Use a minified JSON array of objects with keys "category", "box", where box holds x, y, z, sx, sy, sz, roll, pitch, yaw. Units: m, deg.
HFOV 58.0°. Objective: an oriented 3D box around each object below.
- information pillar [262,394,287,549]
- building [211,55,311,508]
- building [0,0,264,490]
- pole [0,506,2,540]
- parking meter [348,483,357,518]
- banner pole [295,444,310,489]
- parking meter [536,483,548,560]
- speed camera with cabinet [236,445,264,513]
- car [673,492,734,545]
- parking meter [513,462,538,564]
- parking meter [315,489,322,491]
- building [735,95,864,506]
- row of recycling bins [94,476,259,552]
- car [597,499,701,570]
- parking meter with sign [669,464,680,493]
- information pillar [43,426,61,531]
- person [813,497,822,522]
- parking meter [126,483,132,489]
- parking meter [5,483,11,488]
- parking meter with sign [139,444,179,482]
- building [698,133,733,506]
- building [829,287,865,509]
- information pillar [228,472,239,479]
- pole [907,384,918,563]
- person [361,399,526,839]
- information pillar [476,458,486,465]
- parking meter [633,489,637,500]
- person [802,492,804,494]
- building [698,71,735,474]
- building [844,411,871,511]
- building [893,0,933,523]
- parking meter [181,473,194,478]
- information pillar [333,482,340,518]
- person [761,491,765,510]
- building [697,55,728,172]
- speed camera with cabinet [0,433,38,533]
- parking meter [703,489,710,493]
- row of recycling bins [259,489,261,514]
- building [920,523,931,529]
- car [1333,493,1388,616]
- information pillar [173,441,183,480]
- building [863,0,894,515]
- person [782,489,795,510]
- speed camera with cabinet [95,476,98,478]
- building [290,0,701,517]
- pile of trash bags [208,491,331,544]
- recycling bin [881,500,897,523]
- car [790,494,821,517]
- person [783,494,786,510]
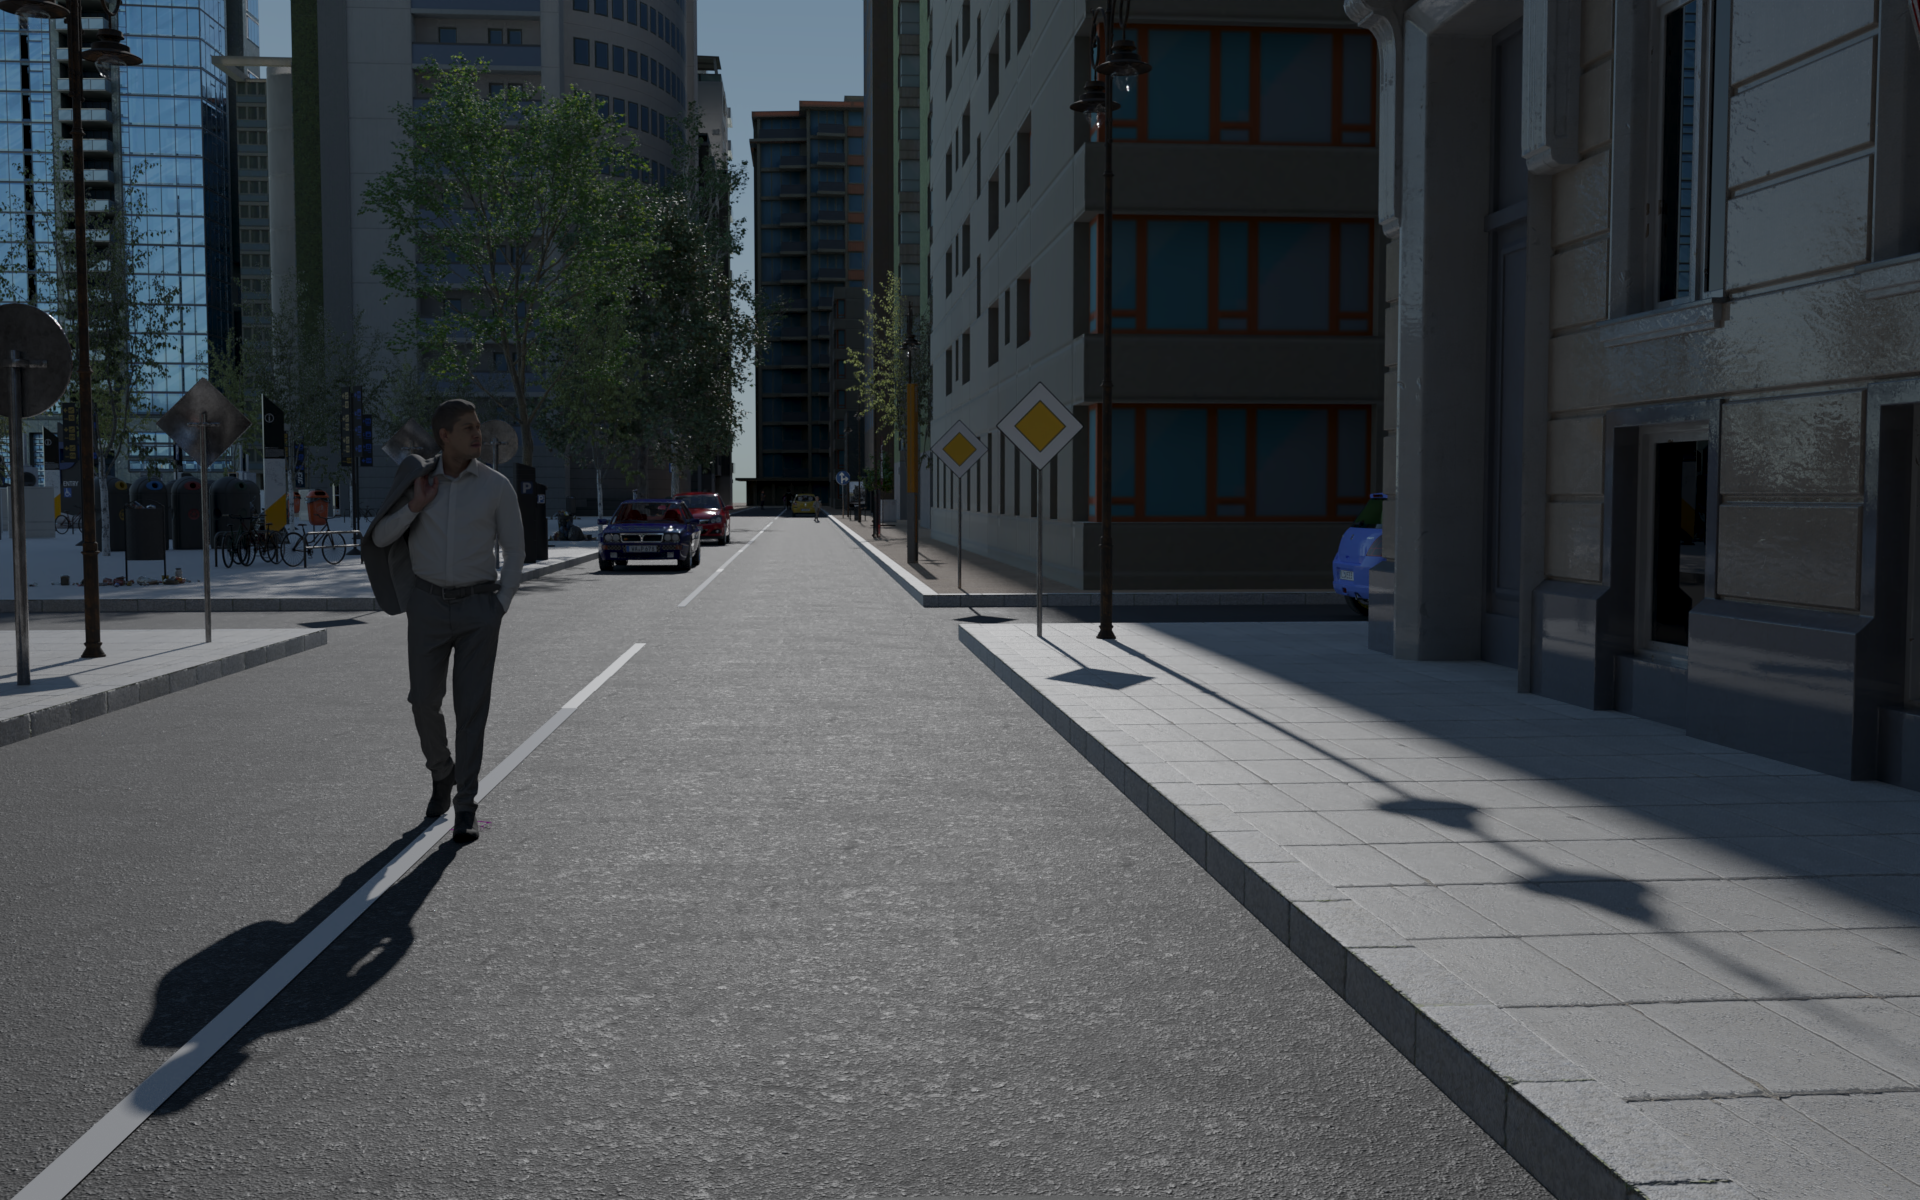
[{"category":"information pillar","box":[-16.116,-3.017,40.678,0.504,3.616,0.183,-3,4,-36]},{"category":"building","box":[-48.667,-28.242,153.632,23.993,40.220,32.217,0,4,-5]},{"category":"building","box":[-76.521,-51.513,154.911,31.000,86.520,22.319,0,4,-5]},{"category":"pole","box":[-26.848,-3.327,48.237,0.158,3.312,0.155,0,3,0]},{"category":"parking meter","box":[-32.743,-5.364,93.412,0.399,1.863,0.255,1,4,17]},{"category":"banner pole","box":[-31.663,-5.721,83.550,0.863,3.779,0.401,-3,4,-37]},{"category":"parking meter","box":[-8.202,-1.544,33.658,0.372,1.533,0.369,0,3,0]},{"category":"speed camera with cabinet","box":[-28.445,-4.642,70.240,2.038,3.252,0.660,1,4,21]},{"category":"car","box":[-7.622,-2.516,50.182,2.155,1.783,4.494,0,4,-5]},{"category":"parking meter","box":[-8.043,-1.612,32.063,0.399,1.863,0.255,-2,4,-33]},{"category":"parking meter","box":[-31.416,-4.675,84.849,0.372,1.533,0.369,0,3,0]},{"category":"building","box":[-10.327,-32.959,193.496,28.867,44.769,22.147,0,4,-5]},{"category":"row of recycling bins","box":[-18.156,-1.997,39.761,3.534,1.692,1.069,-3,5,-44]},{"category":"car","box":[-6.021,-1.297,33.778,1.945,1.354,3.894,0,4,-5]},{"category":"parking meter with sign","box":[-15.747,-6.109,96.144,0.543,3.016,1.738,0,4,-2]},{"category":"information pillar","box":[-31.247,-4.172,59.572,0.504,3.616,0.183,-3,4,-39]},{"category":"person","box":[-7.204,-4.571,87.508,0.475,1.303,0.640,-3,5,-40]},{"category":"parking meter","box":[-42.027,-5.022,87.820,0.399,1.863,0.255,-1,4,-20]},{"category":"parking meter","box":[-47.973,-4.989,87.284,0.399,1.863,0.255,0,4,-2]},{"category":"parking meter with sign","box":[-28.333,-3.940,60.680,1.738,3.016,0.543,-1,4,-15]},{"category":"building","box":[-26.781,-22.969,147.239,14.160,30.474,14.107,0,4,-5]},{"category":"building","box":[1.978,-19.280,160.261,27.650,21.520,28.899,0,4,-5]},{"category":"information pillar","box":[-24.707,-3.331,58.953,0.304,2.012,0.304,-1,4,-15]},{"category":"pole","box":[-0.878,-2.339,32.084,0.158,3.312,0.155,0,3,0]},{"category":"person","box":[-2.211,0.071,7.434,0.679,1.850,0.850,-1,4,-13]},{"category":"information pillar","box":[-23.407,-5.711,84.732,0.504,3.616,0.183,0,4,-4]},{"category":"parking meter","box":[-14.667,-4.294,78.616,0.372,1.533,0.369,0,3,0]},{"category":"person","box":[-12.599,-7.872,138.680,0.415,1.643,0.593,-3,5,-41]},{"category":"building","box":[-40.343,-34.972,191.408,30.456,49.044,23.786,0,4,-5]},{"category":"building","box":[2.851,-49.843,127.610,22.319,86.520,31.000,0,4,-5]},{"category":"building","box":[3.404,-24.964,91.754,14.154,41.232,14.086,0,4,-5]},{"category":"parking meter","box":[-21.535,-2.607,48.333,0.255,1.863,0.399,-1,4,-9]},{"category":"information pillar","box":[-33.899,-5.484,94.158,0.304,2.012,0.304,-3,4,-36]},{"category":"person","box":[-17.967,-9.161,158.816,0.750,1.759,0.617,2,4,31]},{"category":"building","box":[-28.968,-29.381,163.975,14.086,41.232,14.154,0,4,-5]},{"category":"speed camera with cabinet","box":[-30.927,-3.767,55.929,2.038,3.252,0.660,-2,4,-31]},{"category":"parking meter","box":[-13.755,-5.244,94.155,0.372,1.533,0.369,0,3,0]},{"category":"row of recycling bins","box":[-21.759,-2.580,49.304,3.534,1.692,1.069,-1,4,-12]},{"category":"building","box":[5.266,-23.620,69.788,14.154,41.232,14.086,0,4,-5]},{"category":"car","box":[6.169,-0.621,19.742,3.694,1.707,1.945,0,4,-6]},{"category":"information pillar","box":[-29.575,-4.537,65.539,0.183,3.616,0.504,0,4,7]},{"category":"building","box":[1.282,-27.869,105.774,14.600,45.320,14.200,0,4,-5]},{"category":"person","box":[-15.243,-8.941,154.312,1.348,1.869,0.705,0,4,3]},{"category":"speed camera with cabinet","box":[-45.065,-5.907,90.919,0.660,3.252,2.038,-1,4,-9]},{"category":"building","box":[-28.017,-34.714,109.577,21.231,58.520,28.212,0,4,-5]},{"category":"pile of trash bags","box":[-17.998,-2.145,44.817,3.447,1.369,1.912,-3,5,-44]},{"category":"recycling bin","box":[-3.291,-4.029,78.420,0.722,1.027,0.722,-1,4,-17]},{"category":"car","box":[-9.909,-6.166,111.043,2.015,1.641,3.980,0,4,-5]},{"category":"person","box":[-16.214,-9.033,159.405,0.599,1.433,0.991,0,4,-4]}]
